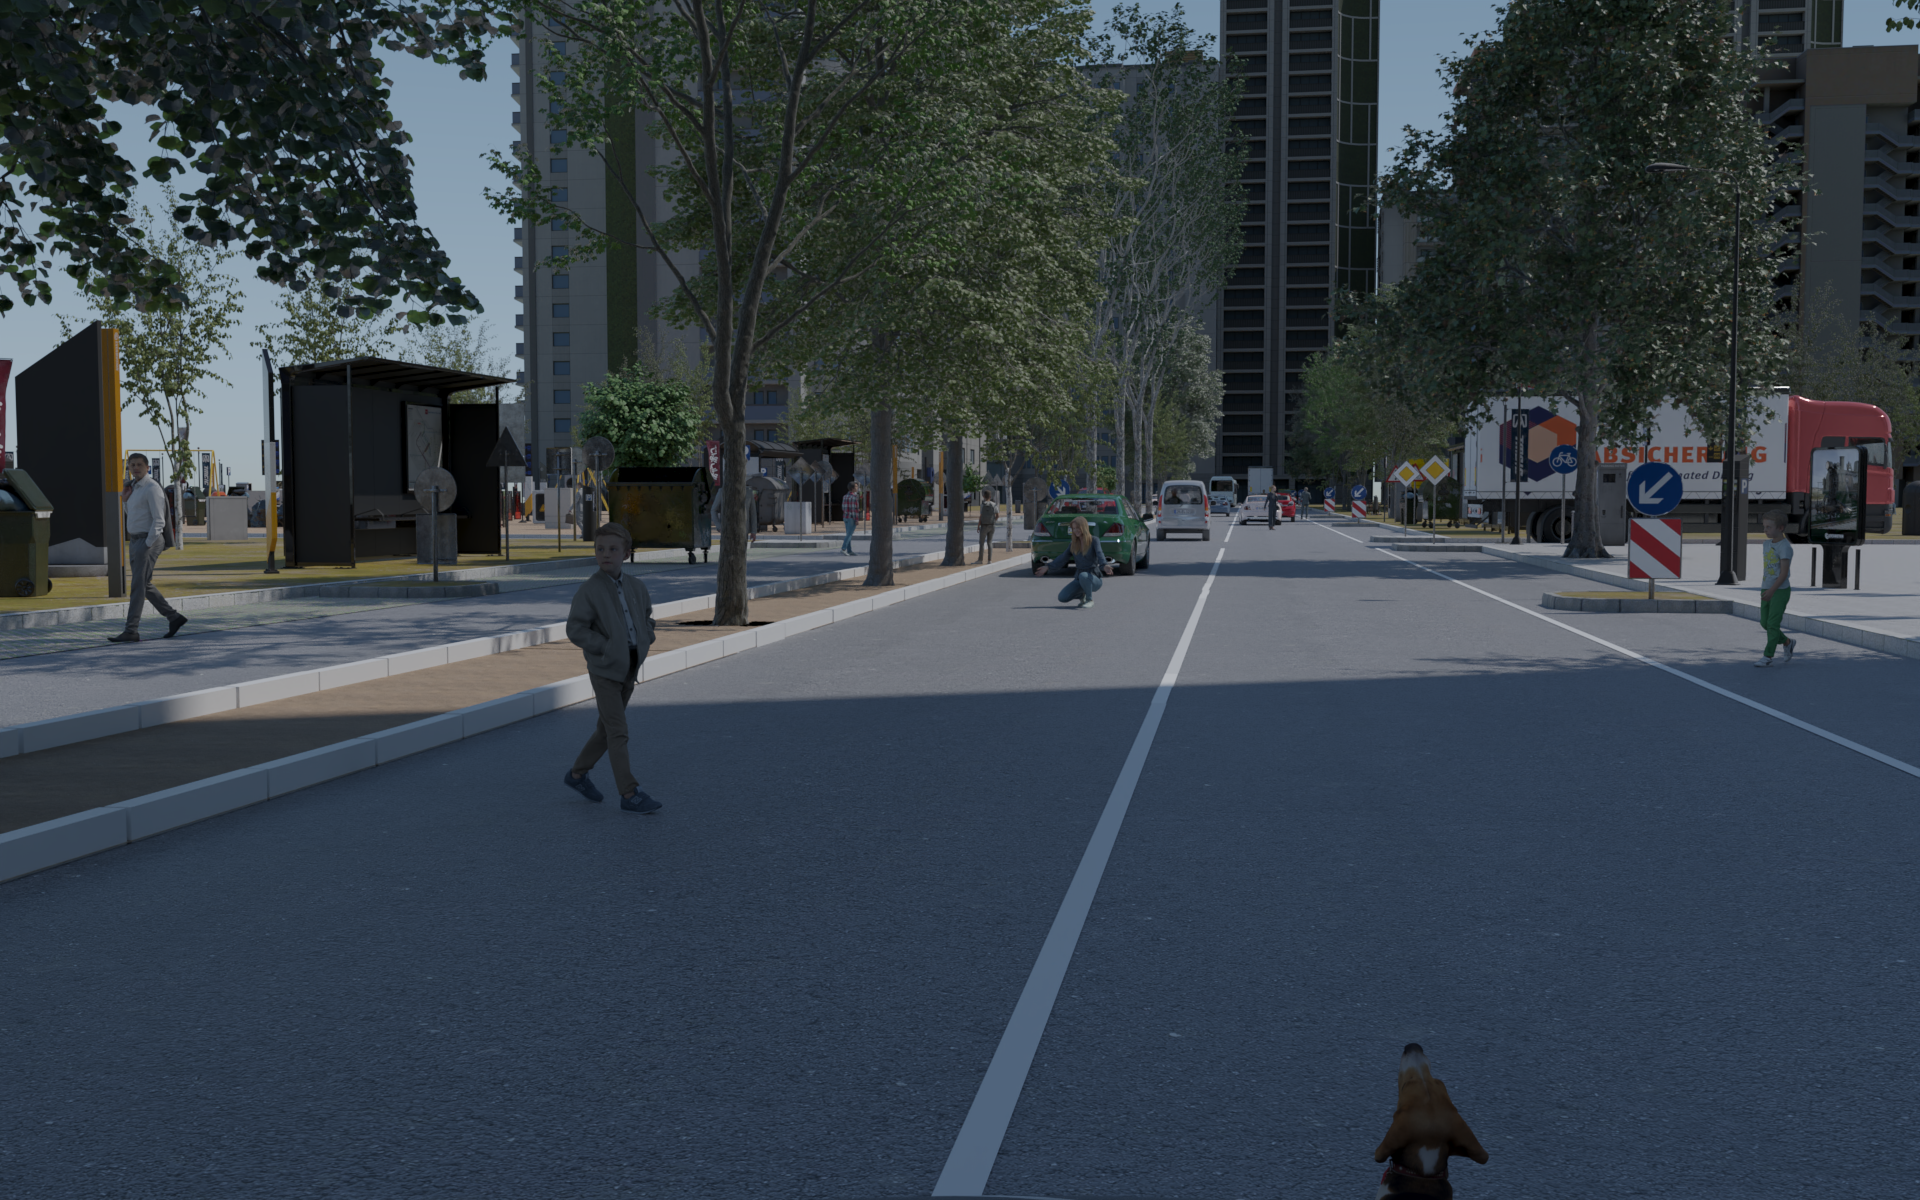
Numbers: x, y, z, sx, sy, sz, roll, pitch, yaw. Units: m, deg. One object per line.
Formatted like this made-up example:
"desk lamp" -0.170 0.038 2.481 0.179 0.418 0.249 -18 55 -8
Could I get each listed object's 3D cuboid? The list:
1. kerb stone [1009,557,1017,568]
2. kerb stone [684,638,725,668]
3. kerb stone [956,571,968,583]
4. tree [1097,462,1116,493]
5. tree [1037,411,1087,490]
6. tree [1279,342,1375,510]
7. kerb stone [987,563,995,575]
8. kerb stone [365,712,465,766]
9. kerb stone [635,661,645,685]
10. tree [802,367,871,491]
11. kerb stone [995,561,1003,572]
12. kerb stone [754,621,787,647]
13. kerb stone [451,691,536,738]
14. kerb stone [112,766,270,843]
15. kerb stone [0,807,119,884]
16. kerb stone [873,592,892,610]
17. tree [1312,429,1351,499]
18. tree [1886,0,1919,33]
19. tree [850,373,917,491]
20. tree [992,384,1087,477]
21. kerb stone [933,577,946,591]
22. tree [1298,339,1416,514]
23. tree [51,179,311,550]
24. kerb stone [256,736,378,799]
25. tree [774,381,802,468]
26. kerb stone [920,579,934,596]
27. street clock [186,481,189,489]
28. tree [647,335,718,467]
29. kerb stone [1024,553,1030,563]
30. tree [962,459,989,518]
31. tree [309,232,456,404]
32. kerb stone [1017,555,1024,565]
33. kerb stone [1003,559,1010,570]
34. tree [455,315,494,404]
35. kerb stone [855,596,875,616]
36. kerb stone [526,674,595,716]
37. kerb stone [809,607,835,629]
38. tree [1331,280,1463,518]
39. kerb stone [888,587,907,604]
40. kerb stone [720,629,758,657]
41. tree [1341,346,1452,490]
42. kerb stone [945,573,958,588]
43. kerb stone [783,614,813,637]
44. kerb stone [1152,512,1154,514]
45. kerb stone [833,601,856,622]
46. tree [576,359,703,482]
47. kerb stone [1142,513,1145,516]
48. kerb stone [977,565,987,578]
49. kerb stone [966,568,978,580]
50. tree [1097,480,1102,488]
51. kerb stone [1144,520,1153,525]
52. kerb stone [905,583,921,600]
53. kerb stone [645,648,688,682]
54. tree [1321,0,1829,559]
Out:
"kerb stone" 0.949 -0.710 33.894 0.120 0.150 1.000 1 4 9
"kerb stone" -2.217 0.460 14.681 0.120 0.150 1.000 1 4 9
"kerb stone" -0.057 -0.341 27.821 0.120 0.150 1.000 1 4 9
"tree" 16.792 -12.864 194.039 4.285 4.588 4.351 0 3 0
"tree" 7.374 -10.980 129.886 4.360 8.622 3.978 0 3 0
"tree" 30.825 -13.986 139.038 12.009 13.543 11.850 0 3 0
"kerb stone" 0.449 -0.528 30.853 0.120 0.150 1.000 1 4 9
"kerb stone" -3.047 0.774 9.634 0.120 0.150 1.000 1 4 9
"kerb stone" -2.553 0.584 12.665 0.120 0.150 1.000 1 4 9
"tree" -5.491 -8.762 93.624 4.737 8.622 4.395 0 3 0
"kerb stone" 0.617 -0.588 31.866 0.120 0.150 1.000 1 4 9
"kerb stone" -1.877 0.336 16.697 0.120 0.150 1.000 1 4 9
"kerb stone" -2.882 0.709 10.643 0.120 0.150 1.000 1 4 9
"kerb stone" -3.380 0.895 7.615 0.120 0.150 1.000 1 4 9
"kerb stone" -3.550 0.955 6.600 0.120 0.150 1.000 1 4 9
"kerb stone" -1.046 0.029 21.768 0.120 0.150 1.000 1 4 9
"tree" 34.247 -12.723 158.387 4.737 8.622 4.395 0 3 0
"tree" 10.366 -3.970 15.266 4.737 8.622 4.395 0 3 0
"tree" -3.598 -8.338 86.685 4.360 8.622 3.978 0 3 0
"tree" 5.517 -11.509 122.586 7.601 10.594 8.767 1 4 21
"kerb stone" -0.386 -0.221 25.803 0.120 0.150 1.000 1 4 9
"tree" 26.013 -11.404 112.211 9.928 11.665 9.643 0 3 0
"tree" -18.144 -5.451 39.488 4.737 8.622 4.395 0 3 0
"kerb stone" -3.215 0.836 8.623 0.120 0.150 1.000 1 4 9
"tree" -8.288 -9.257 101.710 4.737 8.622 4.395 0 3 0
"kerb stone" -0.549 -0.159 24.794 0.120 0.150 1.000 1 4 9
"street clock" -41.894 -5.440 93.517 0.358 2.002 0.471 3 5 44
"tree" -12.286 -7.898 79.501 4.737 8.622 4.395 0 3 0
"kerb stone" 1.287 -0.839 35.914 0.120 0.150 1.000 1 4 9
"tree" 0.532 -6.086 94.112 1.663 3.219 1.824 0 3 0
"tree" -16.665 -5.822 45.558 4.737 8.622 4.395 0 3 0
"kerb stone" 1.115 -0.777 34.906 0.120 0.150 1.000 1 4 9
"kerb stone" 0.782 -0.653 32.876 0.120 0.150 1.000 1 4 9
"tree" -19.802 -7.115 66.700 4.737 8.622 4.395 0 3 0
"kerb stone" -1.218 0.088 20.760 0.120 0.150 1.000 1 4 9
"kerb stone" -2.718 0.645 11.651 0.120 0.150 1.000 1 4 9
"kerb stone" -1.556 0.216 18.736 0.120 0.150 1.000 1 4 9
"tree" 23.600 -10.658 92.385 7.486 12.596 7.792 0 3 0
"kerb stone" -0.890 -0.036 22.779 0.120 0.150 1.000 1 4 9
"kerb stone" -2.049 0.398 15.690 0.120 0.150 1.000 1 4 9
"tree" 21.220 -8.127 83.240 4.360 8.622 3.978 0 3 0
"kerb stone" -0.217 -0.276 26.811 0.120 0.150 1.000 1 4 9
"kerb stone" -1.715 0.274 17.716 0.120 0.150 1.000 1 4 9
"kerb stone" 14.161 -6.401 126.939 0.120 0.150 1.000 1 4 9
"kerb stone" -1.380 0.150 19.745 0.120 0.150 1.000 1 4 9
"tree" -7.845 -3.577 42.206 4.285 4.588 4.351 0 3 0
"kerb stone" 12.654 -5.848 117.817 0.120 0.150 1.000 1 4 9
"kerb stone" 0.285 -0.468 29.842 0.120 0.150 1.000 1 4 9
"kerb stone" 0.117 -0.406 28.833 0.120 0.150 1.000 1 4 9
"tree" 13.766 -10.968 173.931 1.663 3.219 1.824 0 3 0
"kerb stone" 9.042 -3.719 83.048 0.120 0.150 1.000 1 4 9
"kerb stone" -0.716 -0.097 23.786 0.120 0.150 1.000 1 4 9
"kerb stone" -2.382 0.521 13.673 0.120 0.150 1.000 1 4 9
"tree" 12.541 -7.188 34.528 9.611 12.733 9.660 0 3 0
